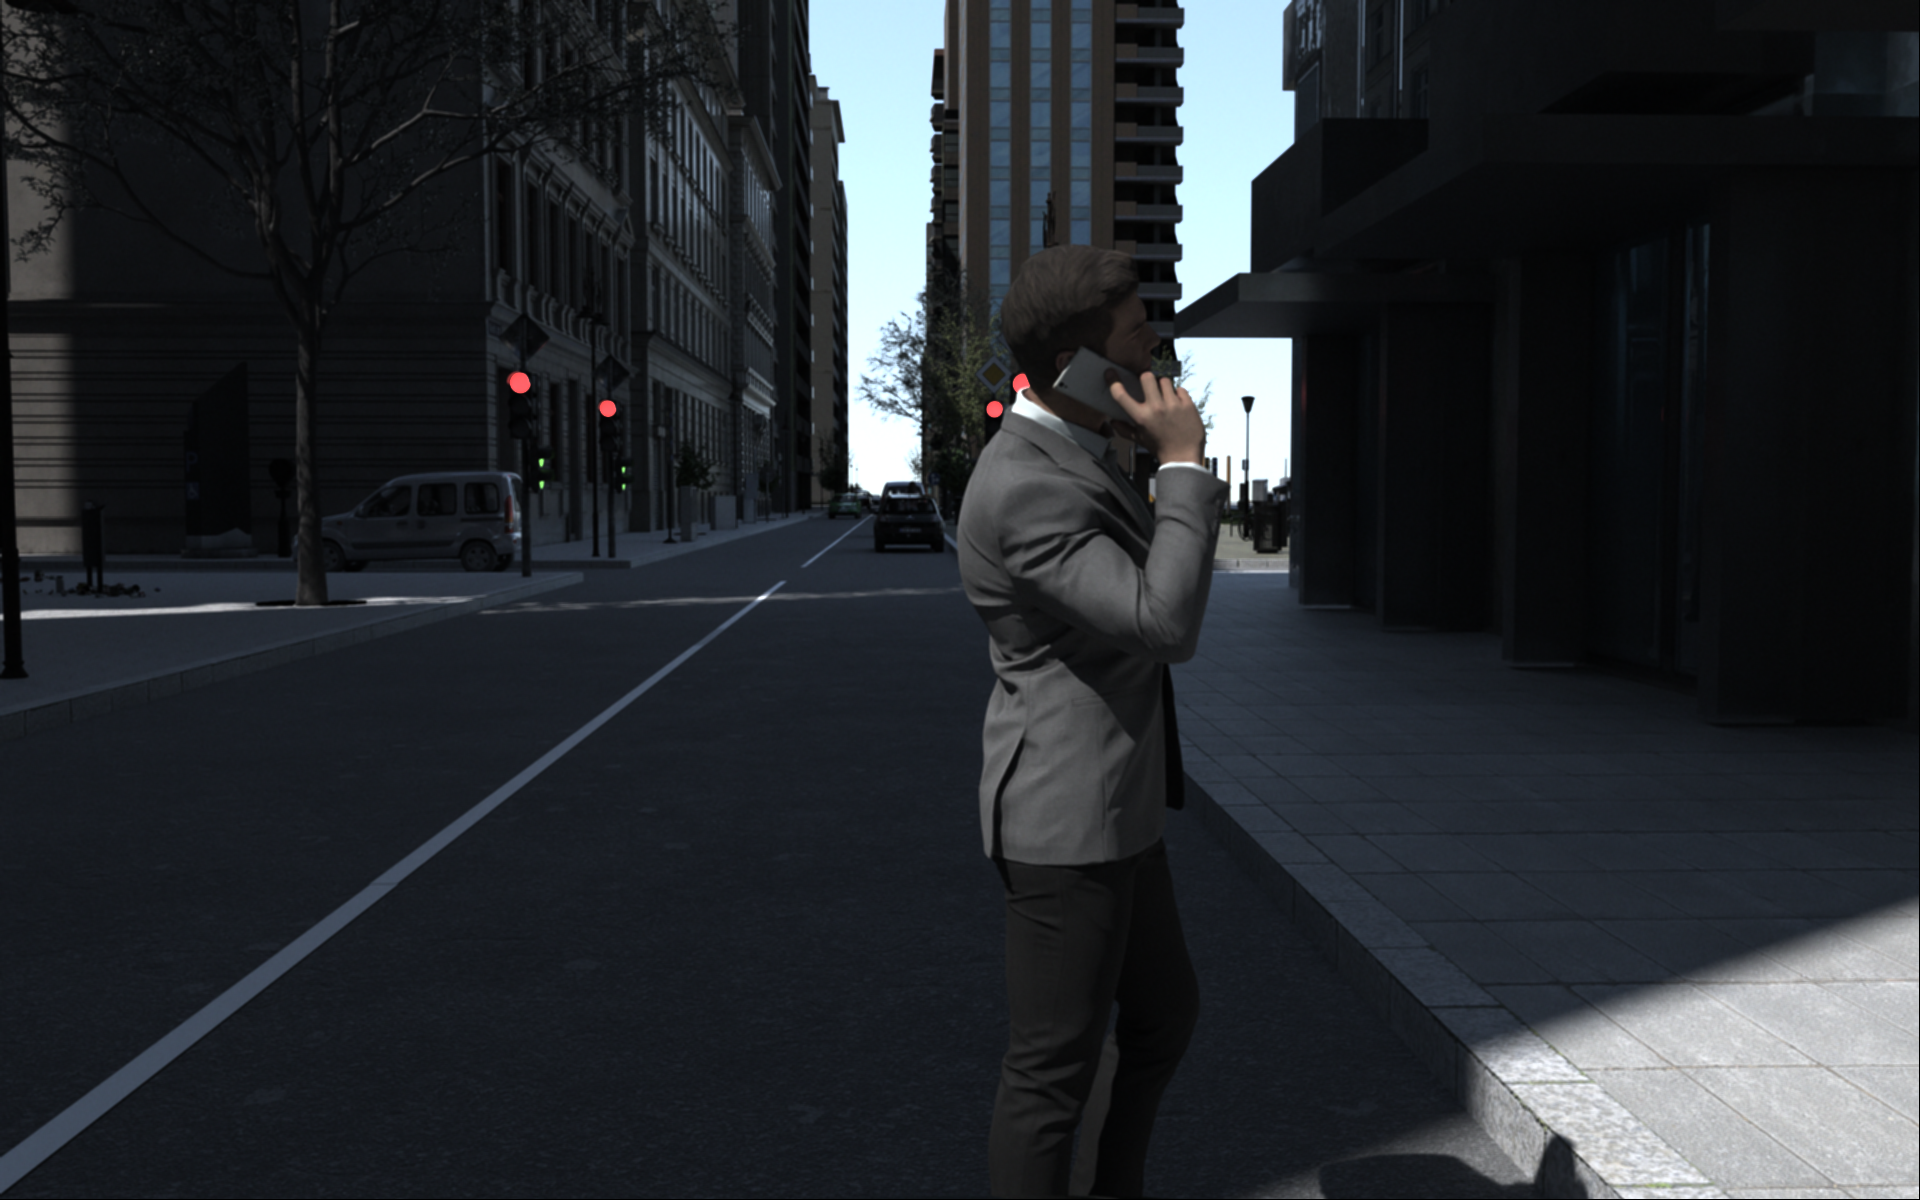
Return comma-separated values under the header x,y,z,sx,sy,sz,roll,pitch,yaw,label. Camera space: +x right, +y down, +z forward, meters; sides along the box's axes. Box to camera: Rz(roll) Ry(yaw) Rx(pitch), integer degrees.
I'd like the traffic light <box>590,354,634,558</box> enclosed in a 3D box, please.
x,y,z,sx,sy,sz,roll,pitch,yaw,label
-6.991,-2.804,34.764,0.839,4.253,0.868,0,4,-2,traffic light

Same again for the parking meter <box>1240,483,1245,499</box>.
x,y,z,sx,sy,sz,roll,pitch,yaw,label
15.178,-5.338,92.995,0.255,1.863,0.399,2,4,25,parking meter

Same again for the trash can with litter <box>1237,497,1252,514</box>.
x,y,z,sx,sy,sz,roll,pitch,yaw,label
13.623,-4.464,84.381,1.055,1.170,0.624,-1,4,-21,trash can with litter

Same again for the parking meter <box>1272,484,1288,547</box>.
x,y,z,sx,sy,sz,roll,pitch,yaw,label
7.764,-2.057,42.036,0.372,1.533,0.369,0,3,0,parking meter

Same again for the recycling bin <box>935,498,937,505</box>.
x,y,z,sx,sy,sz,roll,pitch,yaw,label
-1.834,-5.914,109.255,0.722,1.027,0.722,0,4,-2,recycling bin

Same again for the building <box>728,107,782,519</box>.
x,y,z,sx,sy,sz,roll,pitch,yaw,label
-16.072,-16.361,96.380,11.050,23.489,19.941,0,4,-2,building

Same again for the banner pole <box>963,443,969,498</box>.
x,y,z,sx,sy,sz,roll,pitch,yaw,label
0.287,-5.806,84.952,0.401,3.779,0.863,-1,4,-22,banner pole

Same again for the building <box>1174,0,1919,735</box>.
x,y,z,sx,sy,sz,roll,pitch,yaw,label
14.562,-23.892,10.251,23.786,49.044,30.456,0,4,-2,building

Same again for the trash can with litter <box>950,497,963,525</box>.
x,y,z,sx,sy,sz,roll,pitch,yaw,label
0.153,-3.668,71.351,1.055,1.170,0.624,-3,5,-42,trash can with litter

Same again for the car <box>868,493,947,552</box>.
x,y,z,sx,sy,sz,roll,pitch,yaw,label
-1.316,-2.088,43.924,2.009,1.686,4.222,0,4,-3,car

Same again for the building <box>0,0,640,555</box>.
x,y,z,sx,sy,sz,roll,pitch,yaw,label
-15.397,-12.828,45.889,11.583,22.565,21.152,0,4,-2,building

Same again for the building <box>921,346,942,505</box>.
x,y,z,sx,sy,sz,roll,pitch,yaw,label
9.135,-22.788,217.630,27.650,21.520,28.899,0,4,-2,building

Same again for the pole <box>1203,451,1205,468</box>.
x,y,z,sx,sy,sz,roll,pitch,yaw,label
9.371,-4.469,66.917,0.158,3.312,0.155,0,3,0,pole

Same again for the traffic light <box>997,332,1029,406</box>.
x,y,z,sx,sy,sz,roll,pitch,yaw,label
0.945,-2.333,27.067,0.839,4.253,0.868,0,4,-2,traffic light

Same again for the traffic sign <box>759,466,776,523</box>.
x,y,z,sx,sy,sz,roll,pitch,yaw,label
-8.618,-4.731,77.451,0.768,2.556,0.104,0,4,-1,traffic sign

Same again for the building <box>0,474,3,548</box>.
x,y,z,sx,sy,sz,roll,pitch,yaw,label
-30.632,-12.870,40.098,15.834,23.373,12.332,0,4,-2,building

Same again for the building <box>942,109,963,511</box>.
x,y,z,sx,sy,sz,roll,pitch,yaw,label
5.586,-22.135,133.610,14.160,30.474,14.107,0,4,-2,building

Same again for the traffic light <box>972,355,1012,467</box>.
x,y,z,sx,sy,sz,roll,pitch,yaw,label
0.665,-2.821,35.047,0.839,4.253,0.868,0,4,-2,traffic light

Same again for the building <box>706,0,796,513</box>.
x,y,z,sx,sy,sz,roll,pitch,yaw,label
-18.591,-26.457,116.167,14.154,41.232,14.086,0,4,-2,building

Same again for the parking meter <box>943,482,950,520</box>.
x,y,z,sx,sy,sz,roll,pitch,yaw,label
-0.670,-4.858,85.137,0.255,1.863,0.399,2,4,27,parking meter

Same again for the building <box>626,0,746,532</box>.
x,y,z,sx,sy,sz,roll,pitch,yaw,label
-18.148,-14.561,71.355,16.112,22.955,30.059,0,4,-2,building

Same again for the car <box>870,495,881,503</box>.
x,y,z,sx,sy,sz,roll,pitch,yaw,label
-11.999,-14.232,245.052,2.083,1.381,4.827,0,4,-1,car

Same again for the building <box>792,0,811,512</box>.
x,y,z,sx,sy,sz,roll,pitch,yaw,label
-22.818,-31.203,133.873,21.300,48.544,21.600,0,4,-2,building

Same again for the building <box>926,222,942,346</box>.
x,y,z,sx,sy,sz,roll,pitch,yaw,label
1.845,-35.389,262.201,14.154,41.232,14.086,0,4,-2,building

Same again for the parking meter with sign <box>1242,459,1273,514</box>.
x,y,z,sx,sy,sz,roll,pitch,yaw,label
14.971,-5.516,86.448,1.738,3.016,0.543,3,4,39,parking meter with sign

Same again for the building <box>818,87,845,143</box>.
x,y,z,sx,sy,sz,roll,pitch,yaw,label
-29.780,-39.094,228.424,28.713,52.752,27.495,0,4,-2,building

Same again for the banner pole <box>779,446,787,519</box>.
x,y,z,sx,sy,sz,roll,pitch,yaw,label
-9.299,-6.121,90.102,0.401,3.779,0.863,1,4,14,banner pole

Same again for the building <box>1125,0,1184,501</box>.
x,y,z,sx,sy,sz,roll,pitch,yaw,label
7.063,-28.649,118.523,14.600,45.320,14.200,0,4,-2,building

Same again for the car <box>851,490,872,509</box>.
x,y,z,sx,sy,sz,roll,pitch,yaw,label
-9.528,-9.549,164.796,2.281,1.827,5.304,0,4,-2,car

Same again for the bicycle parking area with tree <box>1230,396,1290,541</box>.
x,y,z,sx,sy,sz,roll,pitch,yaw,label
10.856,-3.841,49.811,8.231,4.147,9.016,3,5,40,bicycle parking area with tree

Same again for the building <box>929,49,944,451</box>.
x,y,z,sx,sy,sz,roll,pitch,yaw,label
8.171,-31.552,170.502,22.147,44.769,28.867,0,4,-2,building

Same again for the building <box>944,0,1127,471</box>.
x,y,z,sx,sy,sz,roll,pitch,yaw,label
5.719,-30.436,147.746,14.600,45.320,14.200,0,4,-2,building

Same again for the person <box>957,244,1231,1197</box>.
x,y,z,sx,sy,sz,roll,pitch,yaw,label
0.223,0.360,2.793,0.473,1.802,0.592,1,4,20,person

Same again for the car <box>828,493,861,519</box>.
x,y,z,sx,sy,sz,roll,pitch,yaw,label
-6.713,-5.647,101.117,1.959,1.807,4.718,0,4,-1,car

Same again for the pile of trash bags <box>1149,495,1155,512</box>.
x,y,z,sx,sy,sz,roll,pitch,yaw,label
6.560,-3.283,63.430,1.912,1.369,3.447,1,4,8,pile of trash bags

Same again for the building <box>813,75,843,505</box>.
x,y,z,sx,sy,sz,roll,pitch,yaw,label
-25.284,-35.504,204.193,21.300,48.544,21.600,0,4,-2,building

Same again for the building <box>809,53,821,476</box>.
x,y,z,sx,sy,sz,roll,pitch,yaw,label
-25.091,-33.038,159.774,23.786,49.044,30.456,0,4,-2,building

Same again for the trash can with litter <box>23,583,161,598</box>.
x,y,z,sx,sy,sz,roll,pitch,yaw,label
-11.075,-0.677,22.121,1.678,1.210,2.233,-3,5,-40,trash can with litter

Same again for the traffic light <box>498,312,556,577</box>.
x,y,z,sx,sy,sz,roll,pitch,yaw,label
-6.711,-2.316,26.784,0.839,4.253,0.868,0,4,-2,traffic light

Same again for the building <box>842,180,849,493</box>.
x,y,z,sx,sy,sz,roll,pitch,yaw,label
-27.333,-38.499,253.155,21.300,48.544,21.600,0,4,-2,building

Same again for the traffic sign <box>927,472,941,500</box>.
x,y,z,sx,sy,sz,roll,pitch,yaw,label
-1.503,-6.135,100.412,0.768,2.556,0.104,0,3,0,traffic sign

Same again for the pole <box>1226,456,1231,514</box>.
x,y,z,sx,sy,sz,roll,pitch,yaw,label
14.230,-5.990,91.776,0.158,3.312,0.155,0,3,0,pole
